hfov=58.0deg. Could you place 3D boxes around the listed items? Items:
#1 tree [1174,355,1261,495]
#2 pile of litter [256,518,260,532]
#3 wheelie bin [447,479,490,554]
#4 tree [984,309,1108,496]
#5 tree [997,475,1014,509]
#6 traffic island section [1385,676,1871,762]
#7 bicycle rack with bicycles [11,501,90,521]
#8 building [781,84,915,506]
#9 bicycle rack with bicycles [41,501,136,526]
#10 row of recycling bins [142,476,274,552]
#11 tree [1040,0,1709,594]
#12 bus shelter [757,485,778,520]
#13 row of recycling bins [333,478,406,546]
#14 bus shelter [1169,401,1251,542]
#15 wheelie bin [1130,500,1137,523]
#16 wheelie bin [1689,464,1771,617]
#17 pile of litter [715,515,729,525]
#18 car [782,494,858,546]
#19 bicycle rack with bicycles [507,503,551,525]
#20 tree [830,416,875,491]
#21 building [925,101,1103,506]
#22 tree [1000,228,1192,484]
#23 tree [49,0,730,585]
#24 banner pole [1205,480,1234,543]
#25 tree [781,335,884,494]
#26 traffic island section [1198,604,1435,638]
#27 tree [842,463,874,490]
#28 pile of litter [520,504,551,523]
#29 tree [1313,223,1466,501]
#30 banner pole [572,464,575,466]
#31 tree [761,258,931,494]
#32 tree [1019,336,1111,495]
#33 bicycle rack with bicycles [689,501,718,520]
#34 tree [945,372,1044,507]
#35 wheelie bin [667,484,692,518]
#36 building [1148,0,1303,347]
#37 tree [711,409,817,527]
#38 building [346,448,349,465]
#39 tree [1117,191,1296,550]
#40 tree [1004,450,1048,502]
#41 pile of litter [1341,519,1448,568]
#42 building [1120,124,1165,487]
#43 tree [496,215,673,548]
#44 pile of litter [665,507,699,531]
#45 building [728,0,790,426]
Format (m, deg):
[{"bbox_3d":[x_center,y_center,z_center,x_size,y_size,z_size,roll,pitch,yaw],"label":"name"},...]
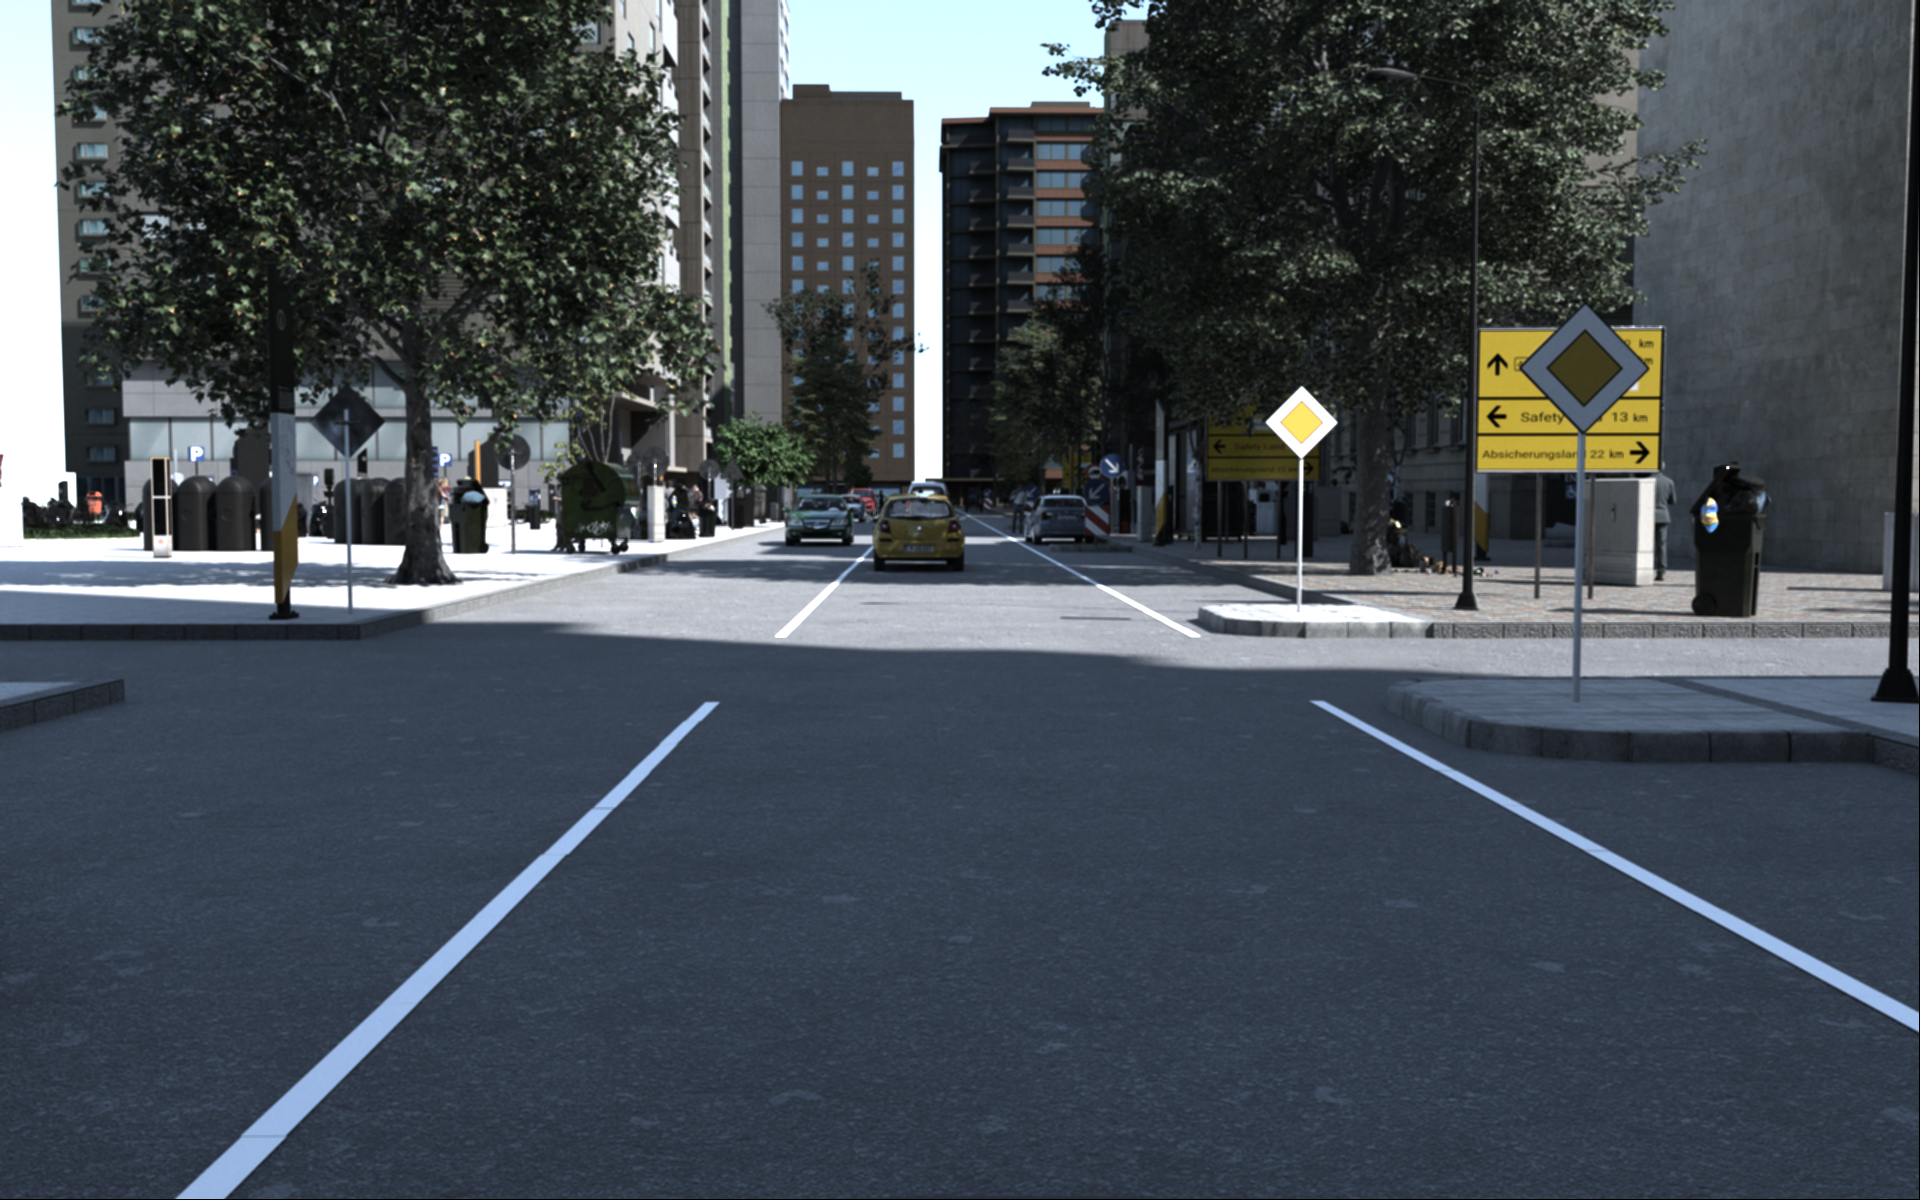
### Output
[{"bbox_3d":[11.024,-7.587,74.403,4.360,8.622,3.978,0,3,0],"label":"tree"},{"bbox_3d":[-23.217,-2.722,58.462,1.719,0.858,1.176,-2,4,-26],"label":"pile of litter"},{"bbox_3d":[-10.579,-1.798,37.302,0.980,1.594,0.693,2,4,33],"label":"wheelie bin"},{"bbox_3d":[5.466,-11.453,105.379,7.486,12.596,7.792,0,3,0],"label":"tree"},{"bbox_3d":[4.045,-9.661,152.552,1.663,3.219,1.824,0,3,0],"label":"tree"},{"bbox_3d":[3.849,0.709,10.693,2.009,0.180,2.903,0,4,-1],"label":"traffic island section"},{"bbox_3d":[-48.110,-4.741,90.902,2.925,0.926,2.852,1,4,19],"label":"bicycle rack with bicycles"},{"bbox_3d":[-12.134,-33.188,192.735,14.200,45.320,14.600,0,4,-1],"label":"building"},{"bbox_3d":[-31.640,-3.081,63.752,2.852,0.926,2.925,0,4,-8],"label":"bicycle rack with bicycles"},{"bbox_3d":[-16.674,-1.951,39.011,3.534,1.692,1.069,0,4,3],"label":"row of recycling bins"},{"bbox_3d":[6.404,-7.366,27.091,9.857,13.997,8.962,0,3,0],"label":"tree"},{"bbox_3d":[-9.449,-6.005,89.472,1.731,3.624,6.357,0,4,-1],"label":"bus shelter"},{"bbox_3d":[-14.971,-2.275,44.311,3.534,1.692,1.069,3,5,45],"label":"row of recycling bins"},{"bbox_3d":[7.035,-4.425,49.973,2.179,5.291,8.768,0,4,-1],"label":"bus shelter"},{"bbox_3d":[7.547,-4.170,76.085,0.980,1.594,0.693,3,5,43],"label":"wheelie bin"},{"bbox_3d":[8.131,-0.634,18.280,0.693,1.594,0.980,2,4,35],"label":"wheelie bin"},{"bbox_3d":[-10.178,-3.510,71.360,1.176,0.858,1.719,-3,5,-44],"label":"pile of litter"},{"bbox_3d":[-3.978,-2.304,49.464,2.131,1.459,4.920,0,4,-2],"label":"car"},{"bbox_3d":[-18.944,-3.606,72.344,2.925,0.926,2.852,1,4,16],"label":"bicycle rack with bicycles"},{"bbox_3d":[-9.892,-12.620,156.696,4.737,8.622,4.395,0,3,0],"label":"tree"},{"bbox_3d":[10.437,-33.112,195.997,28.867,44.769,22.147,0,4,-1],"label":"building"},{"bbox_3d":[4.927,-7.783,61.664,7.601,10.594,8.767,-1,4,-9],"label":"tree"},{"bbox_3d":[-7.874,-6.583,24.641,9.611,12.733,9.660,0,3,0],"label":"tree"},{"bbox_3d":[6.739,-3.363,44.995,0.863,3.779,0.401,-1,4,-17],"label":"banner pole"},{"bbox_3d":[-9.203,-12.558,123.446,7.486,12.596,7.792,0,3,0],"label":"tree"},{"bbox_3d":[3.700,0.220,18.677,2.009,0.180,2.903,0,4,-1],"label":"traffic island section"},{"bbox_3d":[-9.795,-11.120,165.522,4.285,4.588,4.351,0,3,0],"label":"tree"},{"bbox_3d":[-19.099,-3.906,77.830,1.176,0.858,1.719,-3,4,-37],"label":"pile of litter"},{"bbox_3d":[11.324,-5.789,45.009,4.360,8.622,3.978,0,3,0],"label":"tree"},{"bbox_3d":[-18.485,-5.711,83.393,0.401,3.779,0.863,-3,4,-39],"label":"banner pole"},{"bbox_3d":[-9.185,-17.304,138.807,12.611,20.169,13.585,0,3,0],"label":"tree"},{"bbox_3d":[5.055,-7.858,78.835,4.360,8.622,3.978,0,3,0],"label":"tree"},{"bbox_3d":[-13.330,-4.557,87.895,2.925,0.926,2.852,-1,4,-20],"label":"bicycle rack with bicycles"},{"bbox_3d":[3.502,-15.922,170.687,12.009,13.543,11.850,0,3,0],"label":"tree"},{"bbox_3d":[-8.528,-2.739,52.692,0.693,1.594,0.980,0,4,-5],"label":"wheelie bin"},{"bbox_3d":[24.373,-28.262,116.703,22.147,44.769,28.867,0,4,-1],"label":"building"},{"bbox_3d":[-8.085,-5.098,67.071,4.285,4.588,4.351,0,3,0],"label":"tree"},{"bbox_3d":[-76.434,-25.698,191.863,14.107,30.474,14.160,0,4,-1],"label":"building"},{"bbox_3d":[5.743,-5.468,39.771,4.737,8.622,4.395,0,3,0],"label":"tree"},{"bbox_3d":[4.803,-8.788,127.392,4.285,4.588,4.351,0,3,0],"label":"tree"},{"bbox_3d":[7.799,-1.020,30.636,1.176,0.858,1.719,-2,4,-28],"label":"pile of litter"},{"bbox_3d":[19.654,-22.444,138.654,14.160,30.474,14.107,0,4,-1],"label":"building"},{"bbox_3d":[-8.706,-5.562,41.294,4.737,8.622,4.395,0,3,0],"label":"tree"},{"bbox_3d":[-9.940,-2.841,60.420,1.719,0.858,1.176,2,4,27],"label":"pile of litter"},{"bbox_3d":[-33.399,-39.956,195.277,28.212,58.520,21.231,0,4,-1],"label":"building"}]
